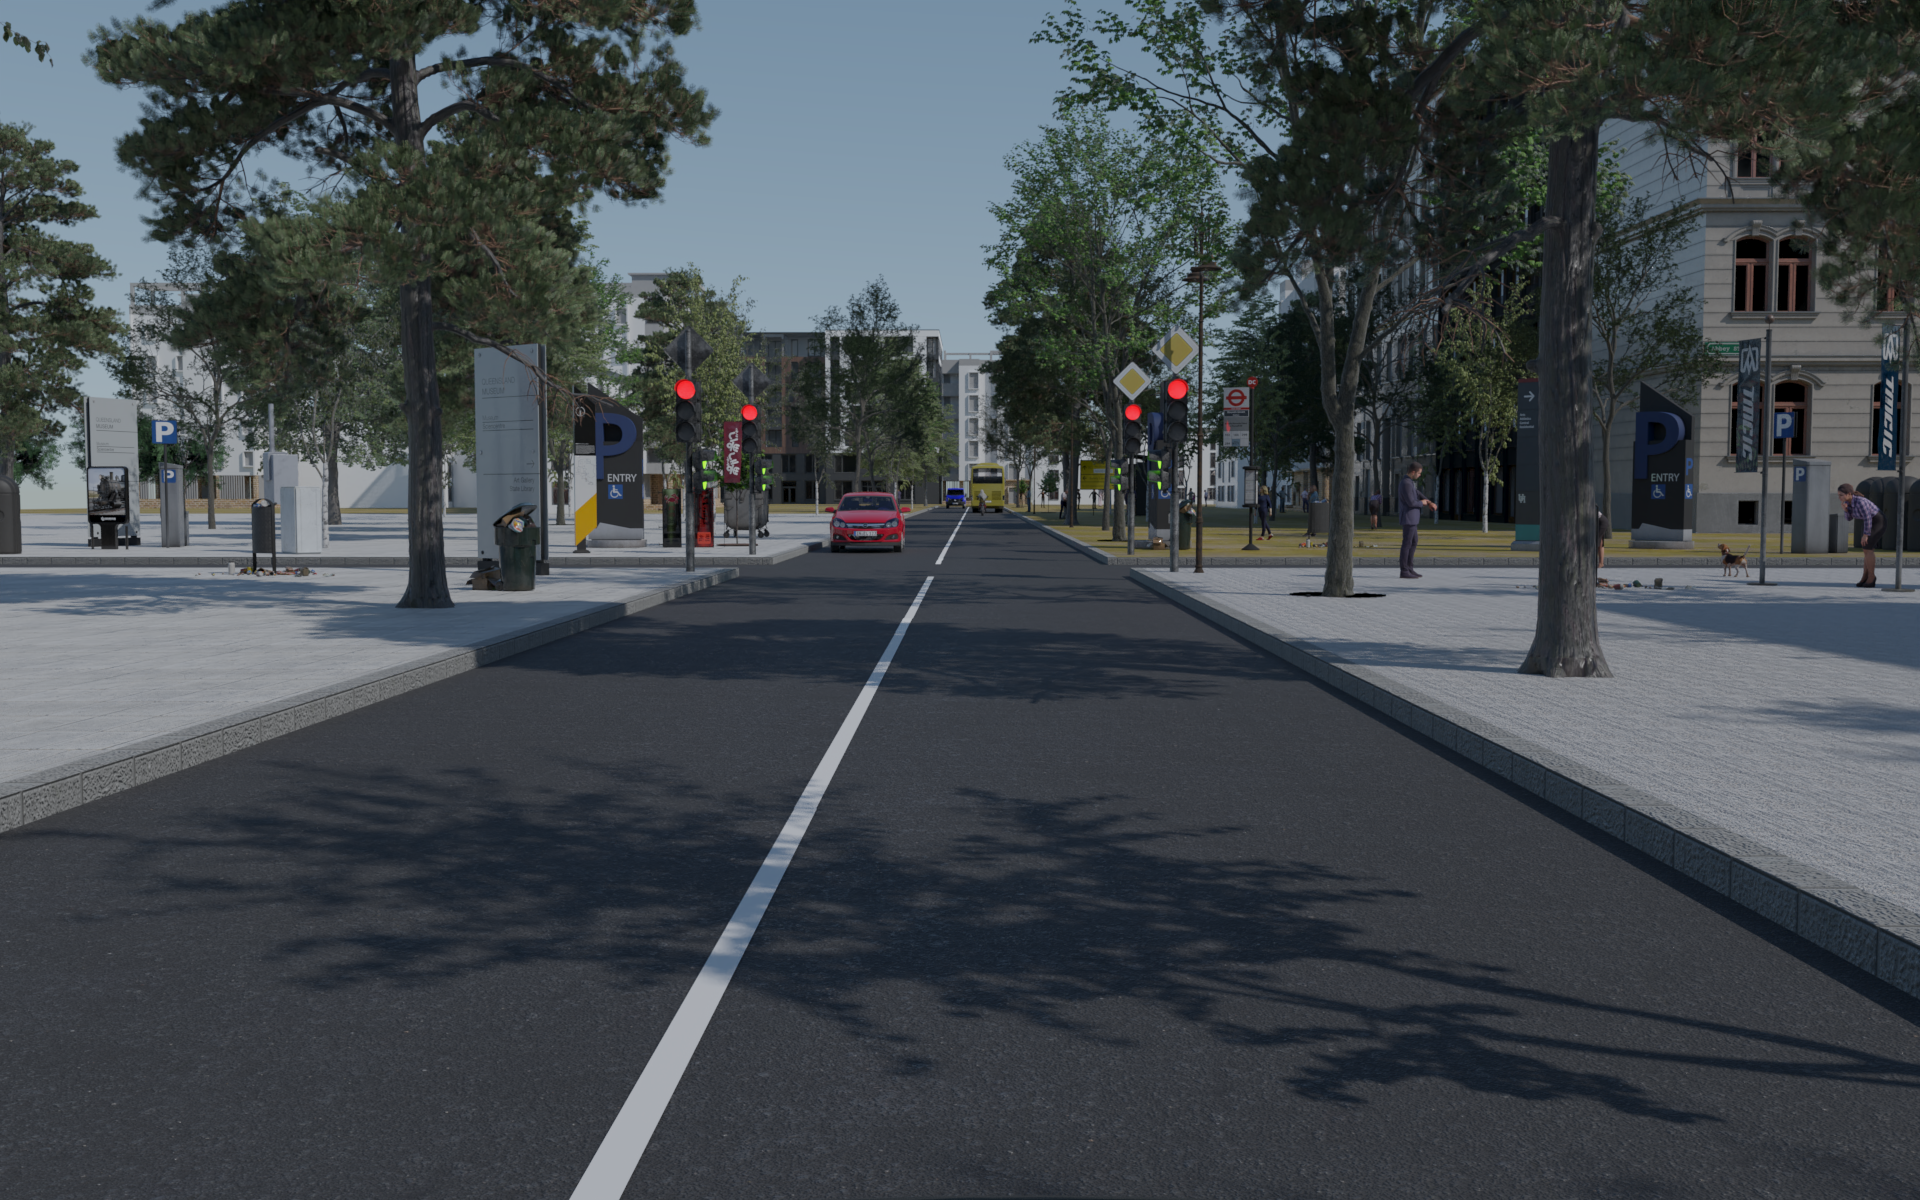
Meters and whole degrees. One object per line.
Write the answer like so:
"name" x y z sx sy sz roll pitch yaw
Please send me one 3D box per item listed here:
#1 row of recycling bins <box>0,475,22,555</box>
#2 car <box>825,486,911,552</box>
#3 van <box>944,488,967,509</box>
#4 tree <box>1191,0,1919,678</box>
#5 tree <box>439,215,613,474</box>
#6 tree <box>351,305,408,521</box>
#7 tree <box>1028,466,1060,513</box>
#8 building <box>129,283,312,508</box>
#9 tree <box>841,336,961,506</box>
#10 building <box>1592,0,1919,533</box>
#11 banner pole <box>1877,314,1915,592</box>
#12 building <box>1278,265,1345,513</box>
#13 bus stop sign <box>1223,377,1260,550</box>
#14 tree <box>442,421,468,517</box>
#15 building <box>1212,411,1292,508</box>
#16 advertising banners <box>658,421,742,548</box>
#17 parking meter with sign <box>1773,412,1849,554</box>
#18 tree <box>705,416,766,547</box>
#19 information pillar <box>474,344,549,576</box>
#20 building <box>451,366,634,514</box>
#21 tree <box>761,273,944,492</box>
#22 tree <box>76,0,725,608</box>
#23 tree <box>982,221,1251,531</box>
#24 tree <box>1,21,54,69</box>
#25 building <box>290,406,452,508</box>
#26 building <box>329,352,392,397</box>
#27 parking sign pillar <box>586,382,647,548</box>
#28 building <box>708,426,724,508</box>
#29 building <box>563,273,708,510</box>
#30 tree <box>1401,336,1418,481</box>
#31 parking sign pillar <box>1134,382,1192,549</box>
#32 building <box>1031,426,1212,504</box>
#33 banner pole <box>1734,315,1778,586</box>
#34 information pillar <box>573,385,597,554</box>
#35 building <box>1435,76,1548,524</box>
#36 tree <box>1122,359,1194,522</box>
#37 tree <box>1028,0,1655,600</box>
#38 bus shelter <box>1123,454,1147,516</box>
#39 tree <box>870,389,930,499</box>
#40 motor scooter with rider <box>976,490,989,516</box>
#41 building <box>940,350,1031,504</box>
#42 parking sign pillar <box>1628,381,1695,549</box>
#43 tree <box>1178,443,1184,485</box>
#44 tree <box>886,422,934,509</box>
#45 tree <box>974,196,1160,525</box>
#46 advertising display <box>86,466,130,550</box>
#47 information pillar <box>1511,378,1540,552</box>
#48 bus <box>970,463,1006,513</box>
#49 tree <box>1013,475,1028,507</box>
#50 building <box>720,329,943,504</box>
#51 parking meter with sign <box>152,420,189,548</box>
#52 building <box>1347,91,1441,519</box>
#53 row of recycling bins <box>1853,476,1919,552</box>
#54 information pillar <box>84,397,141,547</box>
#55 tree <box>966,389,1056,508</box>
"row of recycling bins" -21.837 -1.837 37.154 3.534 1.692 1.069 1 4 9
"car" -2.319 -2.131 43.883 2.155 1.783 4.494 0 4 -1
"van" -0.417 -10.255 172.048 2.240 2.365 5.245 0 4 1
"tree" 4.325 -5.507 12.097 6.751 12.117 7.091 0 3 0
"tree" -15.483 -8.598 58.702 7.486 12.596 7.792 0 3 0
"tree" -26.116 -9.659 83.673 9.928 11.665 9.643 0 3 0
"tree" 5.891 -7.521 117.565 1.663 3.219 1.824 0 3 0
"building" -67.986 -18.661 161.527 11.380 20.091 16.016 0 4 1
"tree" -5.023 -12.584 123.879 7.486 12.596 7.792 0 3 0
"building" 35.227 -16.785 61.819 23.554 28.519 14.401 0 4 1
"banner pole" 12.173 -1.991 22.577 0.863 3.779 0.401 -2 4 -35
"building" 33.111 -17.023 134.750 16.016 20.091 11.380 0 4 1
"bus stop sign" 6.436 -3.110 39.547 0.855 3.939 0.416 1 4 20
"tree" -27.581 -8.605 91.047 4.360 8.622 3.978 0 3 0
"building" 29.281 -13.024 155.096 9.099 9.664 28.070 0 4 1
"advertising banners" -6.167 -2.767 41.423 2.074 3.025 0.090 0 4 -5
"parking meter with sign" 18.344 -2.507 37.251 1.738 3.016 0.543 -1 4 -21
"tree" -5.634 -2.941 42.688 1.663 3.219 1.824 0 3 0
"information pillar" -7.169 -2.223 27.667 1.656 3.620 0.184 3 4 39
"building" -28.193 -11.273 126.466 9.099 9.664 28.070 0 4 1
"tree" -4.132 -8.466 72.824 7.601 10.594 8.767 0 4 3
"tree" -6.047 -5.942 19.203 6.751 12.117 7.091 0 3 0
"tree" 4.975 -7.688 60.103 8.767 10.594 7.601 1 4 18
"tree" -8.225 -3.770 12.009 4.360 8.622 3.978 0 3 0
"building" -48.230 -13.640 165.159 28.070 9.664 9.099 0 4 1
"building" -62.774 -21.871 224.043 31.486 18.905 16.747 0 4 1
"parking sign pillar" -8.286 -3.254 41.680 1.447 3.967 1.447 0 4 -6
"building" -28.534 -18.664 161.573 11.380 20.091 16.016 0 4 1
"building" -30.423 -17.716 146.082 16.016 20.091 11.380 0 4 1
"tree" 20.760 -7.606 74.719 4.737 8.622 4.395 0 3 0
"parking sign pillar" 4.771 -3.214 41.025 1.447 3.967 1.447 0 4 -3
"building" 22.942 -16.943 219.162 28.070 9.664 9.099 0 4 1
"banner pole" 11.244 -2.109 24.505 0.401 3.779 0.863 -1 4 -13
"information pillar" -8.126 -2.819 37.452 0.504 3.616 0.183 -2 4 -30
"building" 29.967 -15.220 78.523 12.332 23.373 15.834 0 4 1
"tree" 8.829 -7.991 81.007 4.360 8.622 3.978 0 3 0
"tree" 4.700 -5.835 21.153 9.928 11.665 9.643 0 3 0
"bus shelter" 10.700 -6.855 103.355 1.731 3.624 6.357 0 4 1
"tree" -4.101 -9.870 111.732 4.360 8.622 3.978 0 3 0
"motor scooter with rider" 1.520 -6.483 114.963 0.876 1.779 1.986 0 3 0
"building" 3.250 -22.391 222.515 11.380 20.091 16.016 0 4 1
"parking sign pillar" 16.537 -3.197 40.739 1.447 3.967 1.447 -3 5 -40
"tree" 13.681 -9.464 105.105 4.737 8.622 4.395 0 3 0
"tree" -4.310 -12.028 147.023 4.737 8.622 4.395 0 3 0
"tree" 4.937 -10.065 71.990 7.806 13.903 7.818 0 3 0
"advertising display" -19.676 -2.129 40.023 0.974 1.923 0.123 0 4 7
"information pillar" 12.960 -3.031 38.939 0.750 3.857 0.750 -3 5 -40
"bus" 2.167 -8.783 135.142 2.896 3.916 12.252 0 4 1
"tree" 6.235 -11.030 174.941 1.663 3.219 1.824 0 3 0
"building" -18.763 -23.542 228.883 32.646 21.610 27.936 0 4 1
"parking meter with sign" -19.042 -2.791 41.888 0.543 3.016 1.738 -1 4 -15
"building" 30.168 -18.445 98.832 12.463 27.353 25.104 0 4 1
"row of recycling bins" 21.656 -2.005 39.898 1.069 1.692 3.534 0 4 4
"information pillar" -20.847 -3.138 42.614 0.184 3.620 1.656 1 4 13
"tree" 5.454 -15.332 161.042 12.009 13.543 11.850 0 3 0
